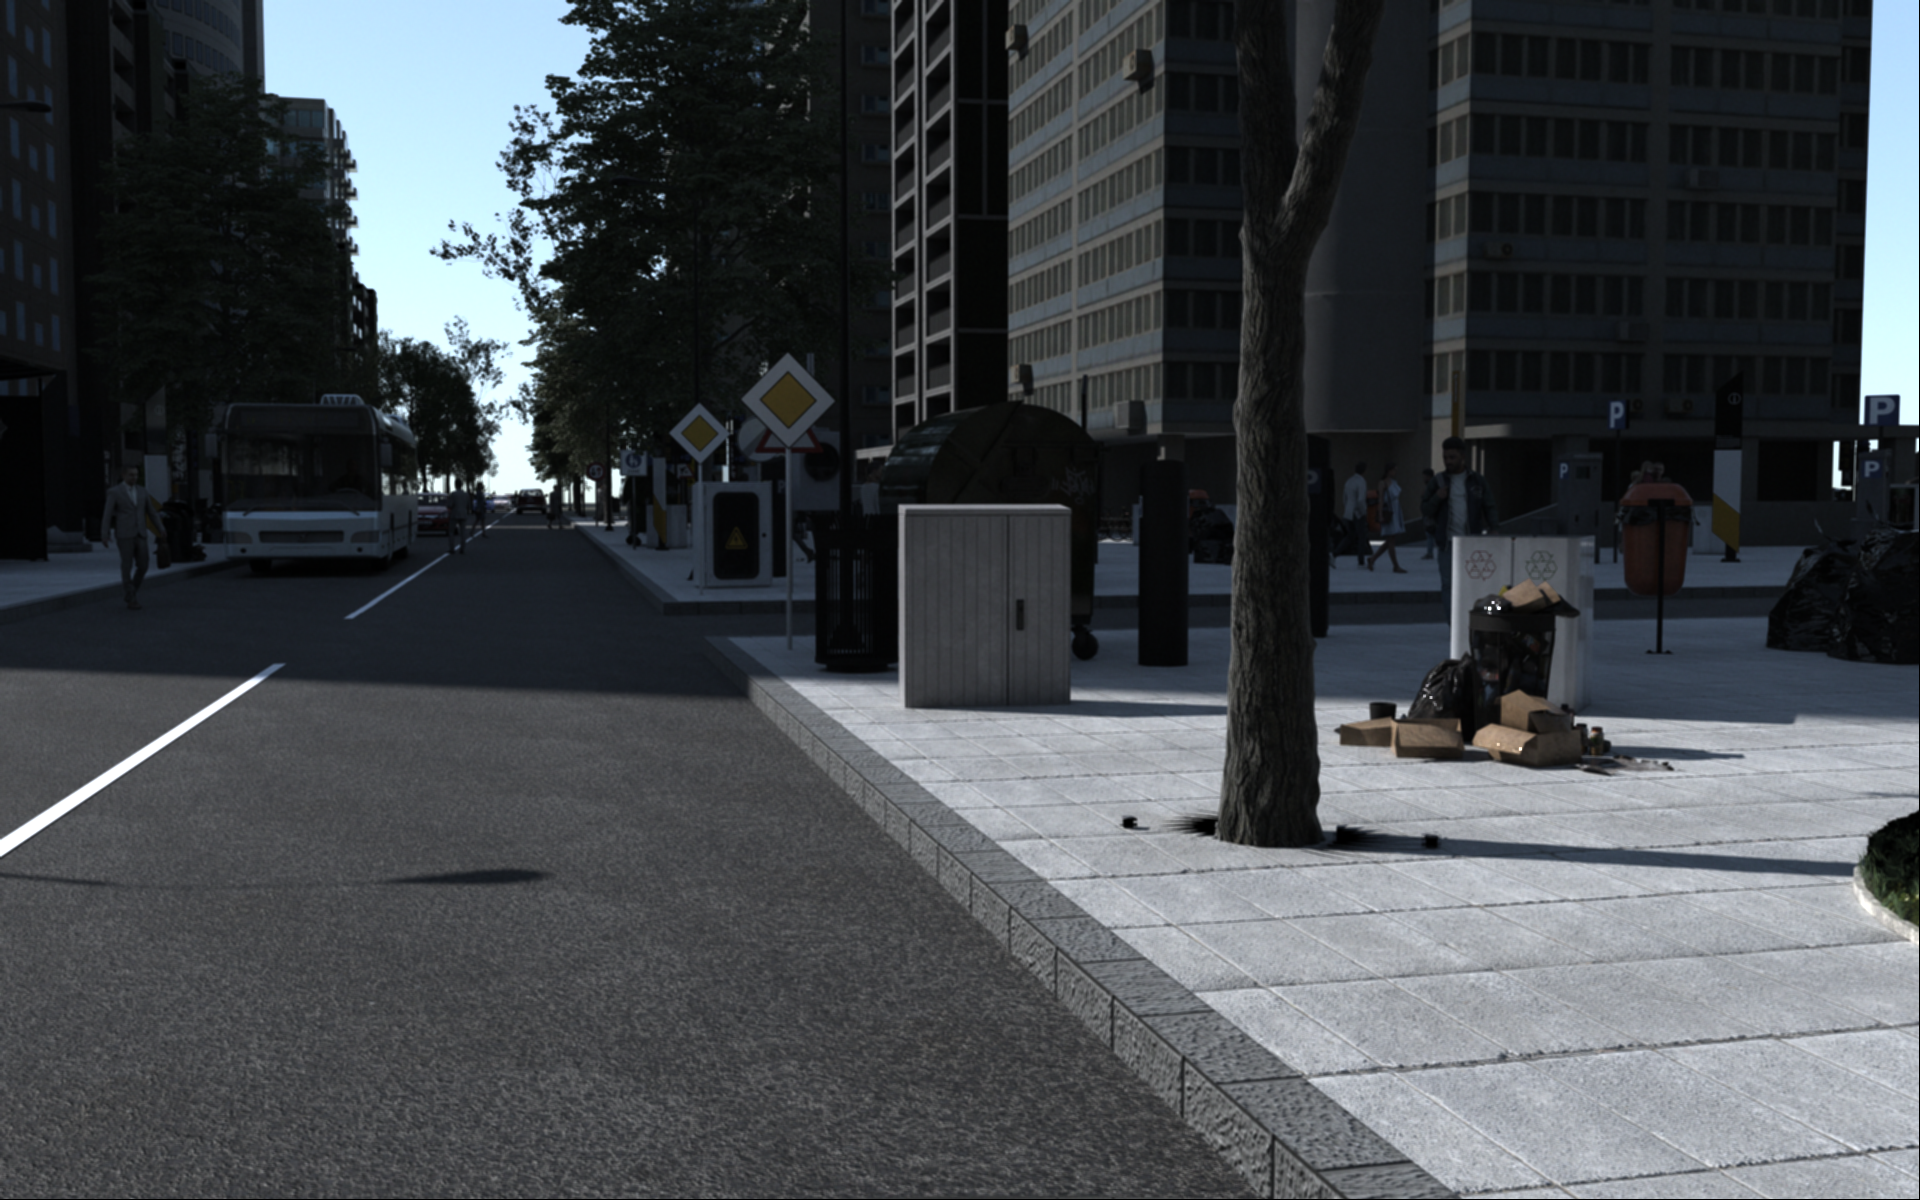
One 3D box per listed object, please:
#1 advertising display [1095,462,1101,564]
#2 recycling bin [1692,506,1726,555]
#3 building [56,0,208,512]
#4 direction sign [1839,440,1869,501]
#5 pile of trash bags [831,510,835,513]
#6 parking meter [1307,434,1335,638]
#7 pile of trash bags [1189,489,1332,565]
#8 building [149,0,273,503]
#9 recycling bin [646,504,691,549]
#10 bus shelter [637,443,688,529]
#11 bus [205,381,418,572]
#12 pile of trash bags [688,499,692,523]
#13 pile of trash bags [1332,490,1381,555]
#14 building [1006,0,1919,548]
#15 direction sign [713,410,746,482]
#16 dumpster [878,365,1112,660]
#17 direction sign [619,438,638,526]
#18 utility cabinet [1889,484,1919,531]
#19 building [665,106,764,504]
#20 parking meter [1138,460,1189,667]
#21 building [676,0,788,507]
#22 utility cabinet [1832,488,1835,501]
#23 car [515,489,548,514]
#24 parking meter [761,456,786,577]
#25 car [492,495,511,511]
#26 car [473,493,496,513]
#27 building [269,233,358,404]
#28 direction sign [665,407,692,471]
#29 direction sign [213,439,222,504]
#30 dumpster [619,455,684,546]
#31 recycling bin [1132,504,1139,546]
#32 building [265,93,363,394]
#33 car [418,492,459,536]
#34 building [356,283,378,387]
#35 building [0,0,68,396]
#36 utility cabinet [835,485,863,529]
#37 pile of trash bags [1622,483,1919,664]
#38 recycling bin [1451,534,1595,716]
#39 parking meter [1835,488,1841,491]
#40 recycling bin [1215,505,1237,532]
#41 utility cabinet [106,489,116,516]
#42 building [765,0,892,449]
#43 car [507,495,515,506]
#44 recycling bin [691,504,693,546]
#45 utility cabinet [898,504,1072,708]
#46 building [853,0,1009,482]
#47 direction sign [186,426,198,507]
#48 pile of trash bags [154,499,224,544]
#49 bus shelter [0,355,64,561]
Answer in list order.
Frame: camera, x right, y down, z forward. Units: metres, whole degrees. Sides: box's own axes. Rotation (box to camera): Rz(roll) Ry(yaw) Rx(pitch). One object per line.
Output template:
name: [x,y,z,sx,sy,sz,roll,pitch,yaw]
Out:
advertising display: [2.122,-1.637,31.978,0.974,1.923,0.123,2,4,25]
recycling bin: [16.014,-1.484,36.811,0.722,1.027,0.722,2,4,31]
building: [-55.914,-20.591,108.367,14.160,30.474,14.107,-1,4,-14]
direction sign: [29.718,-4.015,57.636,0.876,3.537,0.379,2,4,23]
pile of trash bags: [-6.430,-4.779,87.897,3.447,1.369,1.912,-1,4,-18]
parking meter: [3.150,-0.602,15.553,0.399,1.863,0.255,1,4,17]
pile of trash bags: [5.127,-1.396,32.582,1.912,1.369,3.447,-1,4,-23]
building: [-64.302,-35.804,127.399,21.231,58.520,28.212,-1,4,-14]
recycling bin: [-6.933,-1.736,40.944,0.722,1.027,0.722,1,4,22]
bus shelter: [-11.211,-4.350,65.046,2.014,3.302,5.546,-1,4,-14]
bus: [-12.616,-2.449,34.905,2.948,3.499,13.247,-1,4,-14]
pile of trash bags: [-12.638,-4.135,77.357,1.912,1.369,3.447,-1,4,-22]
pile of trash bags: [7.952,-1.651,36.745,3.447,1.369,1.912,-3,5,-42]
building: [15.375,-22.311,56.662,23.993,40.220,32.217,-1,4,-14]
direction sign: [-6.200,-3.343,46.663,0.876,3.537,0.379,0,4,4]
dumpster: [0.258,-0.703,13.993,1.502,2.255,1.985,-1,4,-14]
direction sign: [-13.357,-4.765,69.911,0.379,3.537,0.876,3,5,44]
utility cabinet: [20.809,-1.793,37.999,0.318,1.500,1.173,-2,4,-30]
building: [-24.684,-36.066,213.374,21.300,48.544,21.600,-1,4,-14]
parking meter: [1.529,-0.280,12.994,0.372,1.533,0.369,0,3,0]
building: [-30.074,-56.631,238.587,22.319,86.520,31.000,-1,4,-14]
utility cabinet: [29.750,-3.140,60.024,1.173,1.500,0.318,-2,4,-24]
car: [-30.462,-7.003,123.174,2.281,1.827,5.304,-1,4,-12]
parking meter: [-2.868,-1.290,26.800,0.255,1.863,0.399,2,4,33]
car: [-39.542,-8.335,148.643,2.083,1.381,4.827,-1,4,-13]
car: [-36.782,-7.583,133.575,1.945,1.707,3.694,-1,4,-14]
building: [-74.590,-25.569,189.756,14.160,30.474,14.107,-1,4,-14]
direction sign: [-7.374,-3.238,44.946,0.876,3.537,0.379,1,4,13]
direction sign: [-30.372,-4.839,71.108,0.876,3.537,0.379,2,4,34]
dumpster: [-7.694,-2.490,43.201,1.502,2.255,1.985,-1,4,-14]
recycling bin: [4.668,-1.874,43.189,0.722,1.027,0.722,0,4,3]
building: [-84.990,-36.090,209.675,23.786,49.044,30.456,-1,4,-14]
car: [-18.370,-3.112,59.926,2.155,1.783,4.494,-1,4,-12]
building: [-86.056,-28.206,232.870,14.160,30.474,14.107,-1,4,-14]
building: [-45.817,-25.659,69.640,14.600,45.320,14.200,-1,4,-14]
utility cabinet: [-2.538,-2.019,41.695,0.318,1.500,1.173,-3,5,-42]
pile of trash bags: [7.058,-0.253,13.881,3.447,1.369,1.912,1,4,11]
recycling bin: [3.395,0.129,10.446,0.722,1.027,0.722,2,4,28]
parking meter: [37.674,-4.042,74.497,0.372,1.533,0.369,0,3,0]
recycling bin: [6.532,-1.742,41.038,0.722,1.027,0.722,-3,4,-37]
utility cabinet: [-36.384,-4.044,74.805,1.173,1.500,0.318,2,4,26]
building: [-1.428,-30.346,119.861,21.300,48.544,21.600,-1,4,-14]
car: [-55.003,-12.156,211.327,1.945,1.354,3.894,-1,4,-14]
recycling bin: [-6.228,-1.837,42.593,0.722,1.027,0.722,-1,4,-17]
utility cabinet: [0.151,0.038,10.545,1.020,1.237,0.306,-1,4,-10]
building: [6.385,-39.724,87.740,20.563,71.187,20.611,-1,4,-14]
direction sign: [-24.527,-3.861,55.125,0.379,3.537,0.876,1,4,9]
pile of trash bags: [-19.437,-2.194,45.630,3.447,1.369,1.912,0,4,1]
bus shelter: [-17.227,-2.367,29.982,1.731,3.624,6.357,-1,4,-14]
